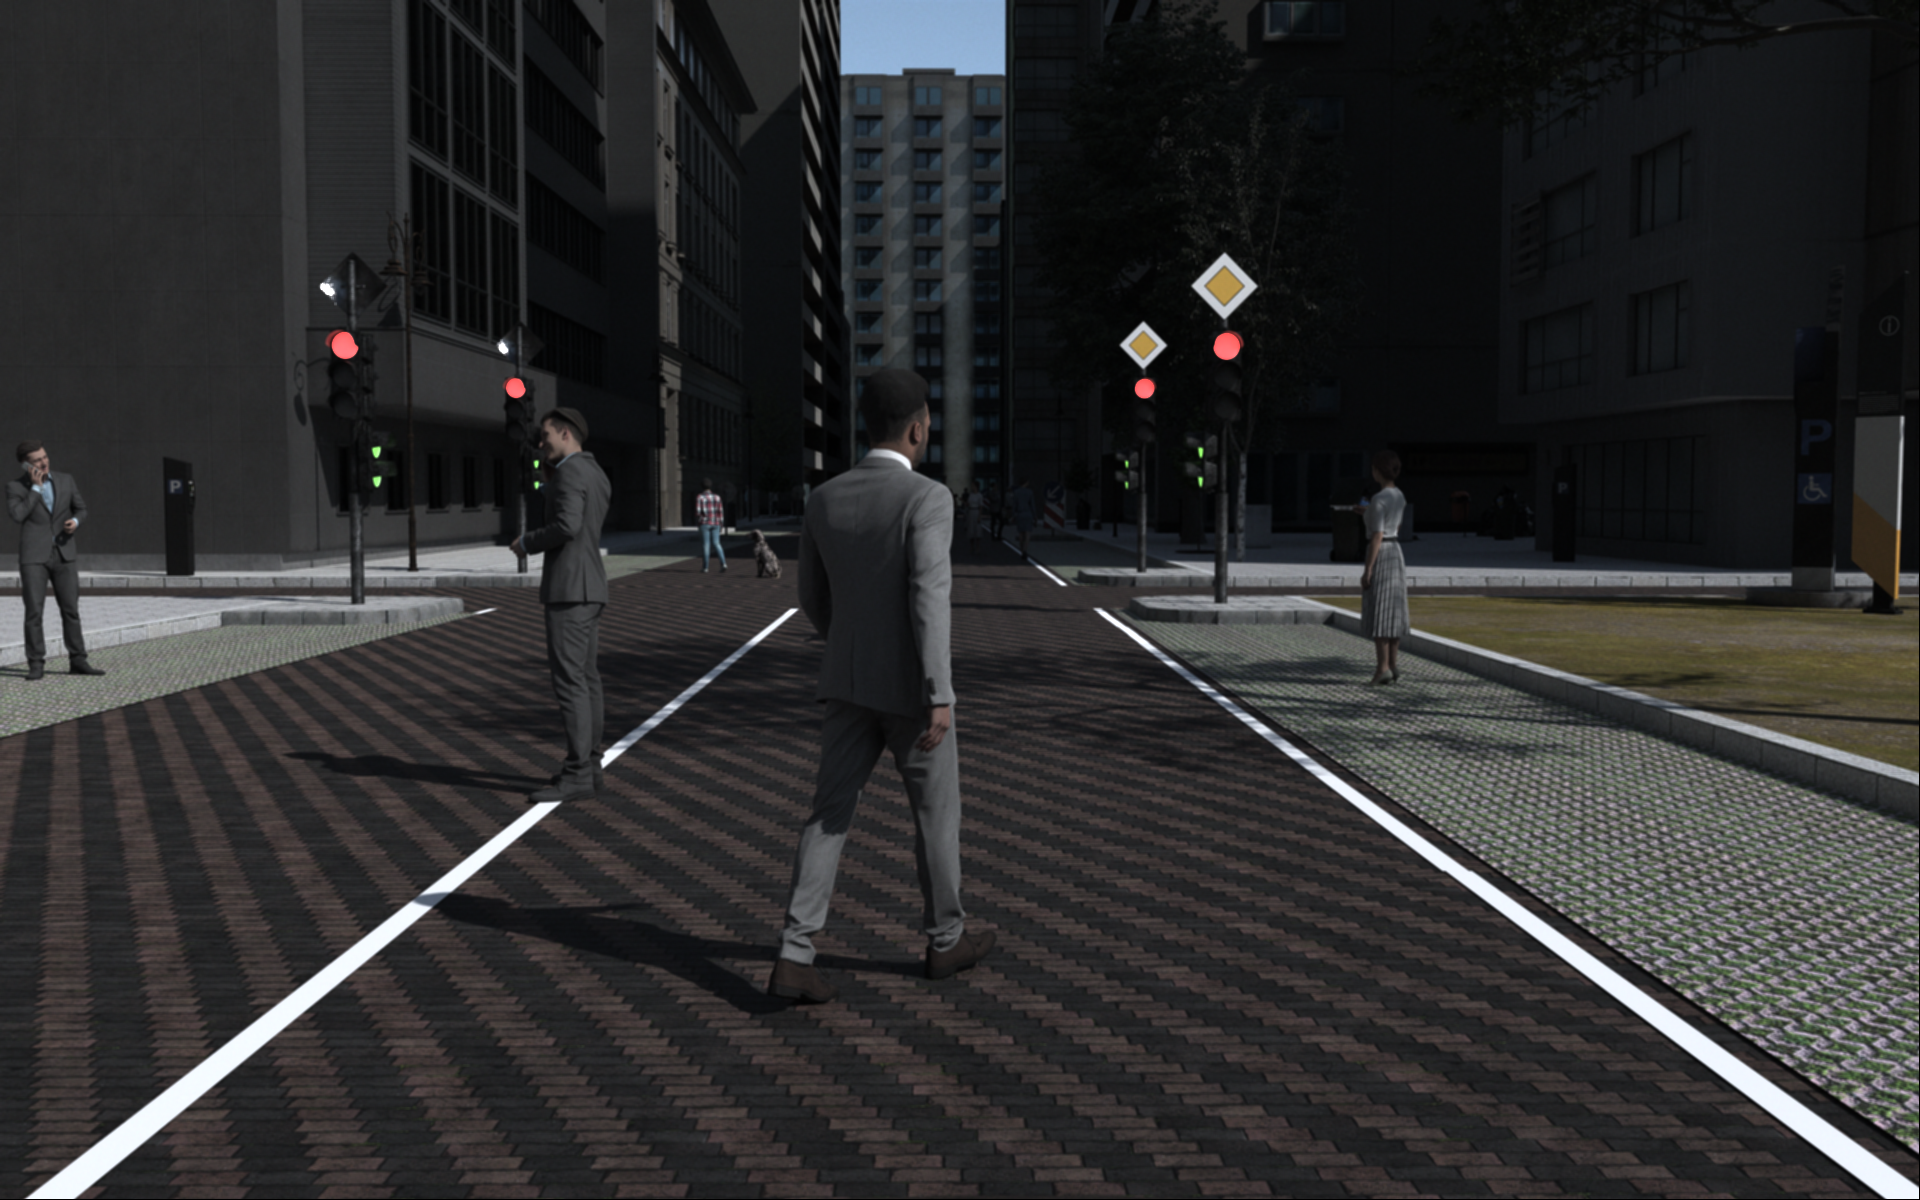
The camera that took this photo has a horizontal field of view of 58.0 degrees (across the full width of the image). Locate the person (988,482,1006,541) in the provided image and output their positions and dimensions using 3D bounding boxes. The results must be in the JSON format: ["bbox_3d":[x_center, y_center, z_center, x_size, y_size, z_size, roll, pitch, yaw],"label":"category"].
[{"bbox_3d":[1.131,-2.720,53.146,0.592,1.802,0.473,-3,5,-42],"label":"person"}]

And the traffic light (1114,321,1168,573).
[{"bbox_3d":[2.953,-2.404,28.226,0.839,4.253,0.868,0,4,-1],"label":"traffic light"}]

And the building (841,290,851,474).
[{"bbox_3d":[-25.536,-19.574,165.078,28.899,21.520,27.650,0,4,-1],"label":"building"}]

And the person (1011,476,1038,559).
[{"bbox_3d":[1.391,-1.805,38.039,0.581,1.822,0.654,1,4,16],"label":"person"}]

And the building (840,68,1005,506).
[{"bbox_3d":[-3.603,-35.364,197.814,30.456,49.044,23.786,0,4,-1],"label":"building"}]

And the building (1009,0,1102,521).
[{"bbox_3d":[9.579,-24.968,91.825,14.154,41.232,14.086,0,4,-1],"label":"building"}]

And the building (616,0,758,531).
[{"bbox_3d":[-18.099,-14.664,73.046,16.112,22.955,30.059,0,4,-1],"label":"building"}]

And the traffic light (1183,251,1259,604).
[{"bbox_3d":[3.048,-1.916,20.242,0.839,4.253,0.868,0,4,-1],"label":"traffic light"}]

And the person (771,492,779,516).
[{"bbox_3d":[-11.008,-5.964,103.394,0.661,1.843,0.795,-2,4,-35],"label":"person"}]

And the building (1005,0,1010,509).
[{"bbox_3d":[14.407,-37.188,150.027,21.231,58.520,28.212,0,4,-1],"label":"building"}]

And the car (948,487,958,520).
[{"bbox_3d":[-1.232,-5.434,97.511,2.281,1.827,5.304,0,4,-2],"label":"car"}]

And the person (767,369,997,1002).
[{"bbox_3d":[-0.232,0.231,5.002,0.678,1.792,0.850,3,4,36],"label":"person"}]

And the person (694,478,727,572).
[{"bbox_3d":[-4.583,-1.368,31.699,0.563,1.720,0.643,-2,4,-34],"label":"person"}]

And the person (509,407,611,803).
[{"bbox_3d":[-1.917,0.002,8.279,0.447,1.846,0.655,0,4,-1],"label":"person"}]

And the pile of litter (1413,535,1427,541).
[{"bbox_3d":[12.210,-2.101,48.321,1.176,0.858,1.719,-2,4,-26],"label":"pile of litter"}]

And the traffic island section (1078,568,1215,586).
[{"bbox_3d":[2.993,-0.371,28.341,2.009,0.180,2.903,0,4,-1],"label":"traffic island section"}]

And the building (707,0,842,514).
[{"bbox_3d":[-20.547,-31.294,135.356,21.300,48.544,21.600,0,4,-1],"label":"building"}]

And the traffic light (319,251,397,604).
[{"bbox_3d":[-7.013,-1.907,20.107,0.839,4.253,0.868,0,4,-1],"label":"traffic light"}]

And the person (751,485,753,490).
[{"bbox_3d":[-12.134,-5.756,100.324,0.661,1.801,0.590,-1,4,-9],"label":"person"}]

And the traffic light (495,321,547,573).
[{"bbox_3d":[-7.107,-2.396,28.092,0.839,4.253,0.868,0,4,-1],"label":"traffic light"}]

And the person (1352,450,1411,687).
[{"bbox_3d":[3.081,-0.233,12.886,0.524,1.755,0.480,3,4,38],"label":"person"}]

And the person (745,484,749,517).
[{"bbox_3d":[-11.900,-5.623,97.834,0.748,1.841,0.638,0,4,-6],"label":"person"}]

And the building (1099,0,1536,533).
[{"bbox_3d":[17.013,-27.045,65.893,21.300,48.544,21.600,0,4,-1],"label":"building"}]

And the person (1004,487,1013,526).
[{"bbox_3d":[2.146,-4.189,77.469,0.515,1.767,0.782,0,4,-6],"label":"person"}]

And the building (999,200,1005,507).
[{"bbox_3d":[10.832,-24.492,172.141,14.160,30.474,14.107,0,4,-1],"label":"building"}]

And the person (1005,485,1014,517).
[{"bbox_3d":[2.416,-4.495,81.860,0.638,1.841,0.748,-3,5,-42],"label":"person"}]

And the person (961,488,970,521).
[{"bbox_3d":[0.362,-5.140,92.955,0.576,1.772,0.534,-3,5,-40],"label":"person"}]

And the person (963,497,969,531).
[{"bbox_3d":[0.290,-3.325,67.141,0.394,1.301,0.425,-2,4,-26],"label":"person"}]

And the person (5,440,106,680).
[{"bbox_3d":[-6.999,-0.311,13.398,0.447,1.846,0.655,3,5,42],"label":"person"}]

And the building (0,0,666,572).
[{"bbox_3d":[-16.753,-13.682,42.760,14.314,24.678,30.058,0,4,-1],"label":"building"}]

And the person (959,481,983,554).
[{"bbox_3d":[0.286,-1.997,41.715,0.480,1.755,0.524,3,5,39],"label":"person"}]

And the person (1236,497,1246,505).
[{"bbox_3d":[7.945,-2.346,49.080,0.332,1.250,0.352,2,4,31],"label":"person"}]

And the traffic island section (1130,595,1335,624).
[{"bbox_3d":[3.088,0.118,20.356,2.009,0.180,2.903,0,4,-1],"label":"traffic island section"}]

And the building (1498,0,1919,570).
[{"bbox_3d":[19.152,-21.276,31.463,14.086,41.232,14.154,0,4,-1],"label":"building"}]
